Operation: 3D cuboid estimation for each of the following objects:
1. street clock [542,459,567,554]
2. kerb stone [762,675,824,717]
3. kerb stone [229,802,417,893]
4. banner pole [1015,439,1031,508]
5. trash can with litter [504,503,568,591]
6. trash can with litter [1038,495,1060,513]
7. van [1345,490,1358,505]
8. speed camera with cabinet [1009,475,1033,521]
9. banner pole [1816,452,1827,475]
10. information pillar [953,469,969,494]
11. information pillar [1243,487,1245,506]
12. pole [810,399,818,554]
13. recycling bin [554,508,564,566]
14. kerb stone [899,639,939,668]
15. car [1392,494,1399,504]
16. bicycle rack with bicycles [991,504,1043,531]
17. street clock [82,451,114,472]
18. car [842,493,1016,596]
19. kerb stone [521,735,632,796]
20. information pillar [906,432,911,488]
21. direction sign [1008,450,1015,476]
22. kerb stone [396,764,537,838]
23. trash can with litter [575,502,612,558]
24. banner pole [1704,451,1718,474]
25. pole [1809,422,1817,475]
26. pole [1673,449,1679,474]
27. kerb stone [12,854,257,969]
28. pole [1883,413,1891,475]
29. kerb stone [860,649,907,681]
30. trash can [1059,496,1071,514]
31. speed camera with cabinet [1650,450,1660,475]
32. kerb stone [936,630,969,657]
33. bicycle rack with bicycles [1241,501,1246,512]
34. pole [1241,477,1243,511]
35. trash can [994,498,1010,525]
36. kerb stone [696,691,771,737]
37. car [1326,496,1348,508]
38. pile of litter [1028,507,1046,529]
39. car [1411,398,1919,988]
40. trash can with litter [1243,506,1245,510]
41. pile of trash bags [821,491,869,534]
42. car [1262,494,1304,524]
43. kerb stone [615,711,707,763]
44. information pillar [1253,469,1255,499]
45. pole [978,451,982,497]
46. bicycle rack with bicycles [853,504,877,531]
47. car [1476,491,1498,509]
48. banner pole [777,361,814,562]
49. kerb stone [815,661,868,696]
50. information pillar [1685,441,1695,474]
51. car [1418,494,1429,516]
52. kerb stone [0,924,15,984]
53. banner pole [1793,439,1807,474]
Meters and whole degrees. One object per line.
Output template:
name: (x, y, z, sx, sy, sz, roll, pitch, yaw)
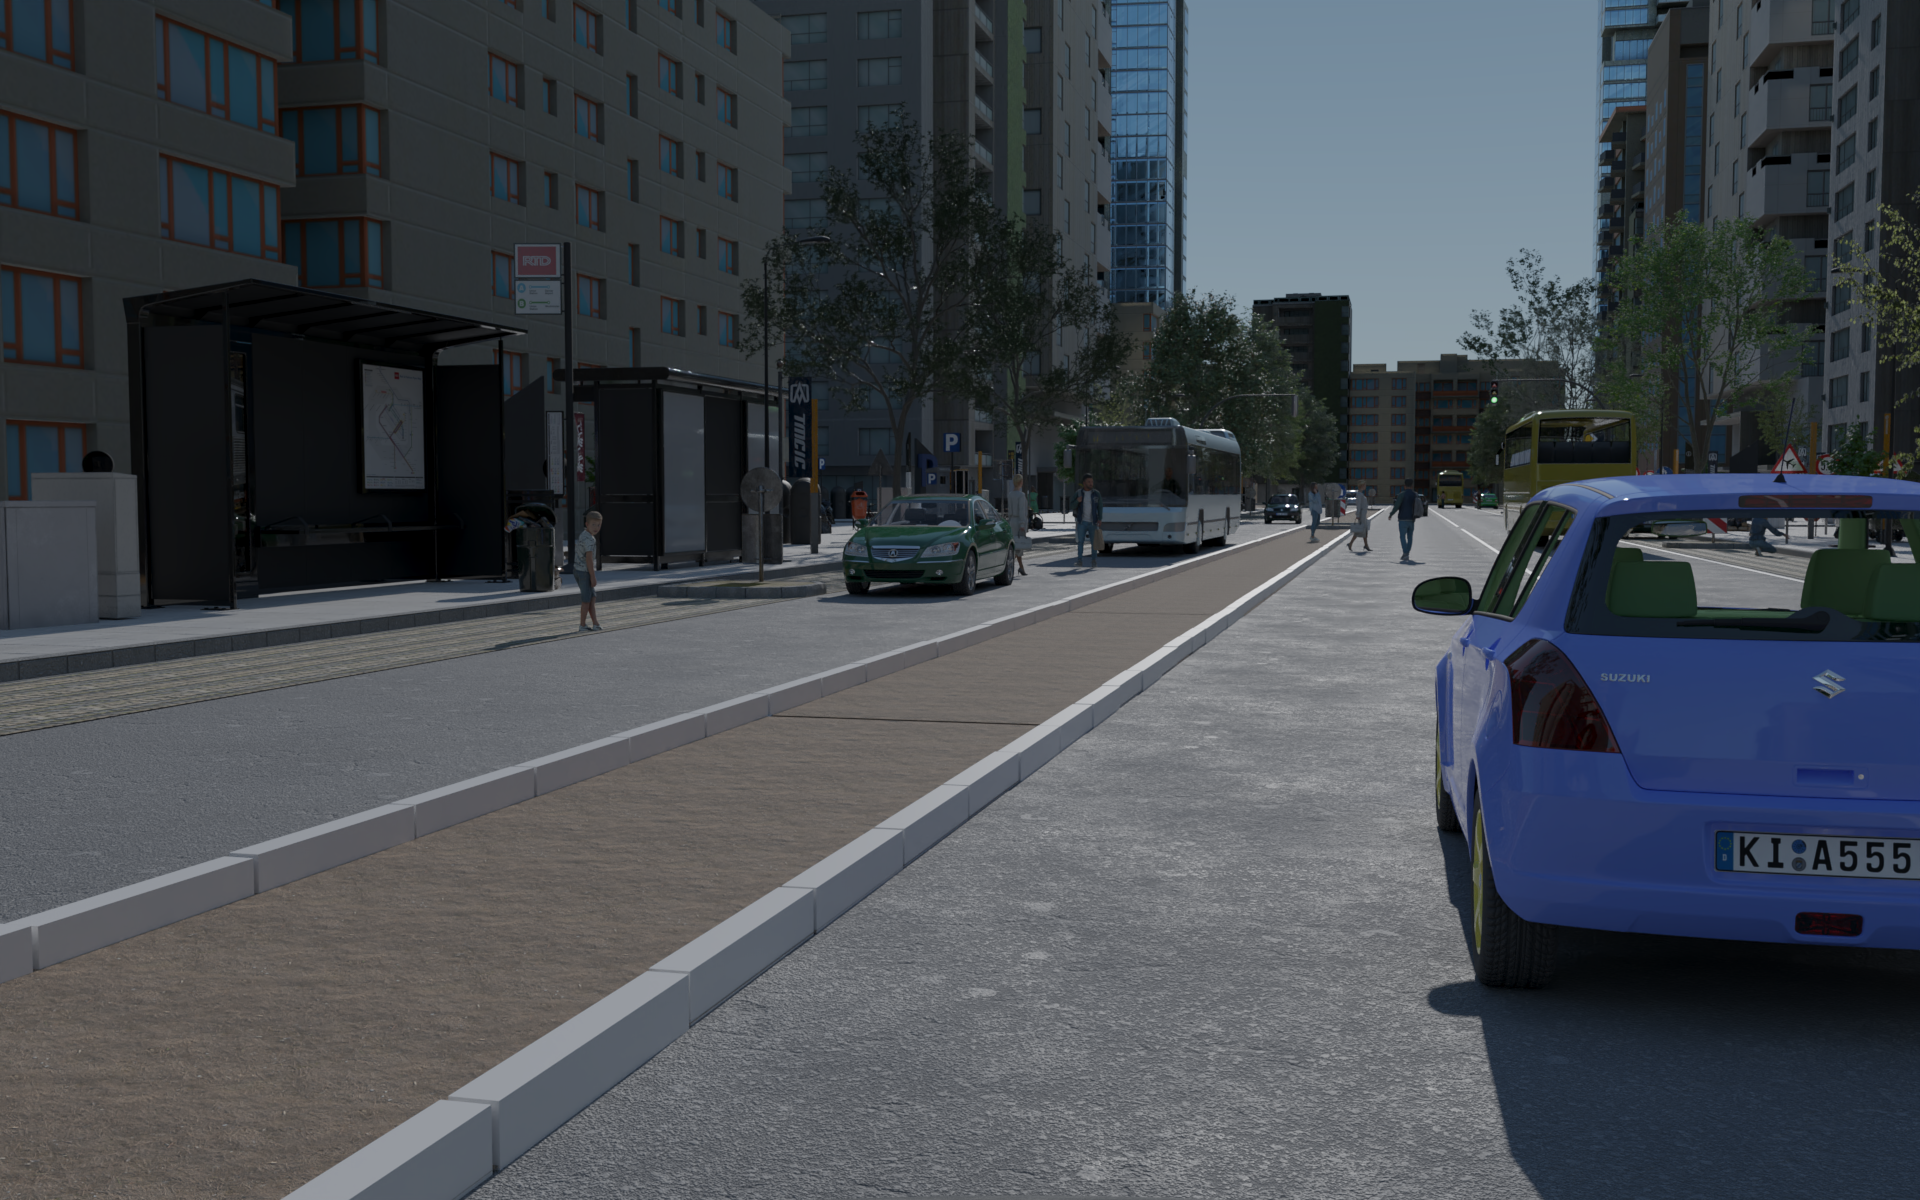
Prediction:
street clock: (-7.711, -1.746, 33.117, 0.471, 2.002, 0.358, 1, 4, 18)
kerb stone: (-1.151, 0.647, 11.624, 0.120, 0.150, 1.000, 1, 4, 14)
kerb stone: (-2.431, 0.950, 6.666, 0.120, 0.150, 1.000, 1, 4, 14)
banner pole: (2.695, -5.049, 72.574, 0.863, 3.779, 0.401, 1, 4, 19)
trash can with litter: (-5.628, -0.710, 22.997, 0.624, 1.170, 1.055, 0, 4, -2)
trash can with litter: (6.065, -6.420, 116.017, 2.233, 1.210, 1.678, -1, 4, -19)
van: (41.952, -10.900, 185.218, 2.013, 2.044, 4.112, 1, 4, 14)
speed camera with cabinet: (2.916, -5.389, 82.438, 0.660, 3.252, 2.038, 1, 4, 20)
banner pole: (45.232, -6.204, 91.449, 0.863, 3.779, 0.401, 2, 4, 29)
information pillar: (0.059, -2.898, 51.871, 0.304, 2.012, 0.304, 2, 4, 27)
information pillar: (23.718, -8.615, 145.348, 0.304, 2.012, 0.304, -2, 4, -29)
pole: (-3.141, -2.654, 37.237, 0.158, 3.312, 0.155, 0, 3, 0)
recycling bin: (-7.509, -1.108, 30.663, 0.722, 1.027, 0.722, 1, 4, 18)
kerb stone: (-0.385, 0.464, 14.615, 0.120, 0.150, 1.000, 1, 4, 14)
car: (45.568, -10.313, 178.401, 2.009, 1.686, 4.222, 1, 4, 15)
bicycle rack with bicycles: (1.453, -2.878, 60.440, 2.925, 0.926, 2.852, 0, 4, 1)
street clock: (-14.382, -1.491, 28.949, 0.471, 2.002, 0.358, -1, 4, -21)
car: (-0.380, -0.873, 26.066, 2.131, 1.459, 4.920, 1, 4, 13)
kerb stone: (-1.923, 0.829, 8.646, 0.120, 0.150, 1.000, 1, 4, 14)
information pillar: (-1.946, -4.535, 65.505, 0.183, 3.616, 0.504, -1, 4, -15)
direction sign: (2.896, -5.953, 89.329, 0.876, 3.537, 0.379, -1, 4, -12)
kerb stone: (-2.181, 0.889, 7.657, 0.120, 0.150, 1.000, 1, 4, 14)
trash can with litter: (-7.317, -1.397, 34.221, 1.055, 1.170, 0.624, -3, 5, -45)
banner pole: (38.248, -6.020, 88.448, 0.863, 3.779, 0.401, 1, 4, 15)
pole: (24.215, -3.386, 49.208, 0.158, 3.312, 0.155, 0, 3, 0)
pole: (32.656, -5.212, 79.058, 0.158, 3.312, 0.155, 0, 3, 0)
kerb stone: (-2.688, 1.019, 5.678, 0.120, 0.150, 1.000, 1, 4, 14)
pole: (23.511, -3.063, 43.919, 0.158, 3.312, 0.155, 0, 3, 0)
kerb stone: (-0.637, 0.525, 13.618, 0.120, 0.150, 1.000, 1, 4, 14)
trash can: (6.775, -6.129, 111.869, 0.748, 1.137, 0.748, 0, 3, 0)
speed camera with cabinet: (30.621, -5.097, 77.671, 2.038, 3.252, 0.660, -1, 4, -8)
kerb stone: (-0.119, 0.410, 15.606, 0.120, 0.150, 1.000, 1, 4, 14)
bicycle rack with bicycles: (19.816, -6.857, 125.488, 2.852, 0.926, 2.925, -3, 5, -40)
pole: (21.202, -8.360, 130.524, 0.158, 3.312, 0.155, 0, 3, 0)
trash can: (1.692, -3.481, 68.564, 0.748, 1.137, 0.748, 0, 3, 0)
kerb stone: (-1.413, 0.708, 10.636, 0.120, 0.150, 1.000, 1, 4, 14)
car: (37.376, -9.775, 171.613, 2.131, 1.459, 4.920, 1, 4, 14)
pile of litter: (2.357, -3.038, 63.629, 1.719, 0.858, 1.176, 0, 4, -8)
car: (2.608, 0.212, 6.133, 1.945, 1.707, 3.694, 1, 4, 13)
trash can with litter: (23.222, -8.082, 143.532, 1.055, 1.170, 0.624, -2, 4, -24)
pile of trash bags: (-4.678, -2.862, 56.547, 3.447, 1.369, 1.912, -1, 4, -14)
car: (15.763, -4.563, 84.392, 2.009, 1.686, 4.222, 1, 4, 13)
kerb stone: (-1.674, 0.768, 9.642, 0.120, 0.150, 1.000, 1, 4, 14)
information pillar: (21.883, -8.413, 128.903, 0.183, 3.616, 0.504, 1, 4, 10)
pole: (0.950, -5.419, 82.451, 0.158, 3.312, 0.155, 0, 3, 0)
bicycle rack with bicycles: (-2.758, -2.946, 61.551, 2.852, 0.926, 2.925, 3, 5, 39)
car: (50.008, -9.504, 164.179, 1.959, 1.807, 4.718, 1, 4, 14)
banner pole: (-3.160, -2.606, 32.618, 0.863, 3.779, 0.401, 1, 4, 14)
kerb stone: (-0.897, 0.589, 12.627, 0.120, 0.150, 1.000, 1, 4, 14)
information pillar: (32.274, -5.213, 76.588, 0.504, 3.616, 0.183, 1, 4, 13)
car: (29.467, -6.280, 112.470, 2.009, 1.686, 4.222, 1, 4, 13)
kerb stone: (-2.940, 1.071, 4.679, 0.120, 0.150, 1.000, 1, 4, 14)
banner pole: (37.956, -5.406, 78.406, 0.401, 3.779, 0.863, -2, 4, -28)
